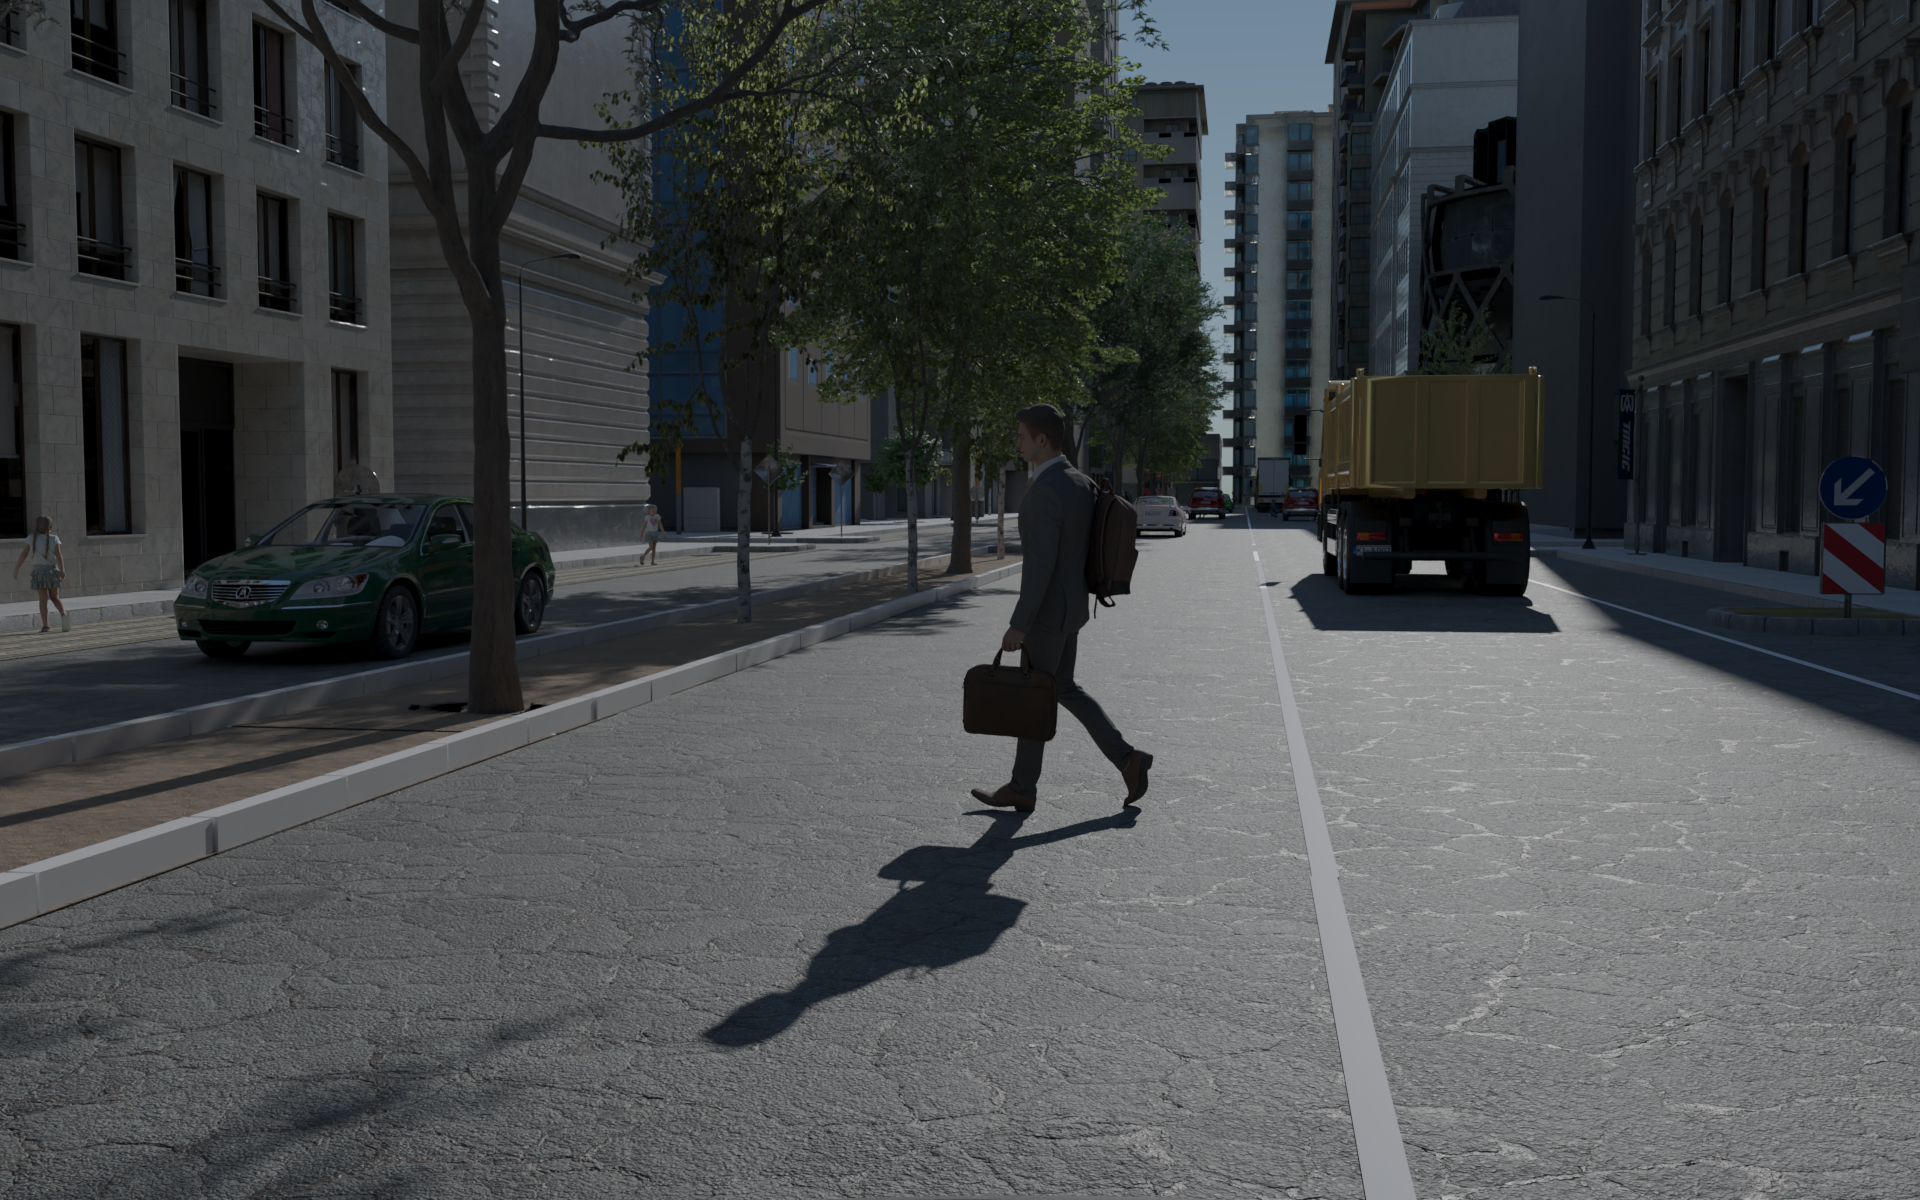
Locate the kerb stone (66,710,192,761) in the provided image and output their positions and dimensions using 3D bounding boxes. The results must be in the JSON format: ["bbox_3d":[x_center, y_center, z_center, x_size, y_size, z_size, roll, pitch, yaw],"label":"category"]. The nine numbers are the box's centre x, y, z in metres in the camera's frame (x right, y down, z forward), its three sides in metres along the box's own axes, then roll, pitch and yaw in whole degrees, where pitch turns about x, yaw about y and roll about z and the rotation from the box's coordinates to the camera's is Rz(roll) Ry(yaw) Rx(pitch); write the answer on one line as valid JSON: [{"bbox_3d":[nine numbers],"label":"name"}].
[{"bbox_3d":[-4.685,0.768,9.728,0.120,0.150,1.000,1,4,9],"label":"kerb stone"}]

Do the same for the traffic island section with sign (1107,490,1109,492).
[{"bbox_3d":[13.272,-8.800,152.511,1.989,1.847,2.006,1,4,9],"label":"traffic island section with sign"}]

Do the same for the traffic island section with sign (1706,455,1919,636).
[{"bbox_3d":[9.185,-0.608,18.572,1.989,1.847,2.006,1,4,9],"label":"traffic island section with sign"}]

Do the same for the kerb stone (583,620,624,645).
[{"bbox_3d":[-3.522,0.330,16.806,0.120,0.150,1.000,1,4,9],"label":"kerb stone"}]

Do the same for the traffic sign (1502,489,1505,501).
[{"bbox_3d":[12.792,-2.273,40.800,0.795,2.450,0.064,1,4,9],"label":"traffic sign"}]

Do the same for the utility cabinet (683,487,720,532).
[{"bbox_3d":[-8.625,-3.009,57.875,1.173,1.500,0.318,1,4,11],"label":"utility cabinet"}]

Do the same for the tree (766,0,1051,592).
[{"bbox_3d":[-0.688,-4.396,24.686,4.737,8.622,4.395,0,3,0],"label":"tree"}]

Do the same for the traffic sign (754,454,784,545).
[{"bbox_3d":[-4.816,-2.449,43.686,0.795,2.450,0.064,1,4,9],"label":"traffic sign"}]

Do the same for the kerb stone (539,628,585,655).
[{"bbox_3d":[-3.690,0.392,15.798,0.120,0.150,1.000,1,4,9],"label":"kerb stone"}]

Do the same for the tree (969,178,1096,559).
[{"bbox_3d":[0.912,-5.196,37.776,4.360,8.622,3.978,0,3,0],"label":"tree"}]

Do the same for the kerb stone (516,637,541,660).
[{"bbox_3d":[-3.858,0.454,14.777,0.120,0.150,1.000,1,4,9],"label":"kerb stone"}]

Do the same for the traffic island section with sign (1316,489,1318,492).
[{"bbox_3d":[30.522,-8.597,149.181,1.989,1.847,2.006,1,4,9],"label":"traffic island section with sign"}]

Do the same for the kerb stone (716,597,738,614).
[{"bbox_3d":[-2.864,0.090,20.859,0.120,0.150,1.000,1,4,9],"label":"kerb stone"}]

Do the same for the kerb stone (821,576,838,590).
[{"bbox_3d":[-2.035,-0.228,25.920,0.120,0.150,1.000,1,4,9],"label":"kerb stone"}]

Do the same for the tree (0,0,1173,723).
[{"bbox_3d":[-3.041,-5.993,10.809,12.009,13.543,11.850,0,3,0],"label":"tree"}]

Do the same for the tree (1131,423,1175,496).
[{"bbox_3d":[11.573,-9.066,101.055,4.360,8.622,3.978,0,3,0],"label":"tree"}]

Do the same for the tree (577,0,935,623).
[{"bbox_3d":[-2.374,-4.062,19.228,4.360,8.622,3.978,0,3,0],"label":"tree"}]

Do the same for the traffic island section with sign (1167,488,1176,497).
[{"bbox_3d":[15.128,-7.109,124.375,2.006,1.907,1.989,1,4,9],"label":"traffic island section with sign"}]

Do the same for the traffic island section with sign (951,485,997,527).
[{"bbox_3d":[0.741,-4.112,75.863,1.989,1.847,2.006,1,4,9],"label":"traffic island section with sign"}]

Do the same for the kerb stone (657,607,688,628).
[{"bbox_3d":[-3.197,0.206,18.832,0.120,0.150,1.000,1,4,9],"label":"kerb stone"}]

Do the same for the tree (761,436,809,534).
[{"bbox_3d":[-5.920,-3.719,55.412,1.663,3.219,1.824,0,3,0],"label":"tree"}]

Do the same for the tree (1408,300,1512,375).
[{"bbox_3d":[19.360,-7.126,66.879,4.737,8.622,4.395,0,3,0],"label":"tree"}]

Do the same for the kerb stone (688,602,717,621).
[{"bbox_3d":[-3.024,0.150,19.849,0.120,0.150,1.000,1,4,9],"label":"kerb stone"}]

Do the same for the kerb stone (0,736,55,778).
[{"bbox_3d":[-4.852,0.829,8.706,0.120,0.150,1.000,1,4,9],"label":"kerb stone"}]

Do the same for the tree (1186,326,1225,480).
[{"bbox_3d":[10.373,-10.594,93.804,7.486,12.596,7.792,0,3,0],"label":"tree"}]

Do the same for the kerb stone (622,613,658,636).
[{"bbox_3d":[-3.356,0.270,17.821,0.120,0.150,1.000,1,4,9],"label":"kerb stone"}]

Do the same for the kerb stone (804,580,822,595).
[{"bbox_3d":[-2.200,-0.165,24.906,0.120,0.150,1.000,1,4,9],"label":"kerb stone"}]

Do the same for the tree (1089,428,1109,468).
[{"bbox_3d":[13.729,-13.973,178.819,4.737,8.622,4.395,0,3,0],"label":"tree"}]

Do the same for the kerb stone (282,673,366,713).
[{"bbox_3d":[-4.358,0.639,11.752,0.120,0.150,1.000,1,4,9],"label":"kerb stone"}]

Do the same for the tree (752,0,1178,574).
[{"bbox_3d":[-0.021,-6.769,31.250,7.486,12.596,7.792,0,3,0],"label":"tree"}]

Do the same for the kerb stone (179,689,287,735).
[{"bbox_3d":[-4.520,0.701,10.739,0.120,0.150,1.000,1,4,9],"label":"kerb stone"}]

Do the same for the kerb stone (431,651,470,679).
[{"bbox_3d":[-4.021,0.519,13.768,0.120,0.150,1.000,1,4,9],"label":"kerb stone"}]

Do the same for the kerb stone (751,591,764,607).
[{"bbox_3d":[-2.699,0.022,21.867,0.120,0.150,1.000,1,4,9],"label":"kerb stone"}]

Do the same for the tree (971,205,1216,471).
[{"bbox_3d":[3.760,-7.157,53.881,8.767,10.594,7.601,1,4,9],"label":"tree"}]

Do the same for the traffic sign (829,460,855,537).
[{"bbox_3d":[-3.529,-2.931,51.567,0.795,2.450,0.064,1,4,9],"label":"traffic sign"}]

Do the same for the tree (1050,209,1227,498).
[{"bbox_3d":[5.817,-8.212,62.478,9.928,11.665,9.643,0,3,0],"label":"tree"}]

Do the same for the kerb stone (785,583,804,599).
[{"bbox_3d":[-2.366,-0.104,23.891,0.120,0.150,1.000,1,4,9],"label":"kerb stone"}]

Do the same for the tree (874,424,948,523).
[{"bbox_3d":[-2.230,-5.773,78.109,4.285,4.588,4.351,0,3,0],"label":"tree"}]

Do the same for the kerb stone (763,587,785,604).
[{"bbox_3d":[-2.534,-0.042,22.883,0.120,0.150,1.000,1,4,9],"label":"kerb stone"}]

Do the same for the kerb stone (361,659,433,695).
[{"bbox_3d":[-4.194,0.577,12.761,0.120,0.150,1.000,1,4,9],"label":"kerb stone"}]

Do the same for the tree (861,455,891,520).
[{"bbox_3d":[-4.211,-5.603,86.202,1.663,3.219,1.824,0,3,0],"label":"tree"}]

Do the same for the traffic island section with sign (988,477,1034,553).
[{"bbox_3d":[1.817,-2.127,42.906,2.006,1.907,1.989,1,4,9],"label":"traffic island section with sign"}]

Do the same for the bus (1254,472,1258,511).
[{"bbox_3d":[27.188,-9.787,151.559,2.896,3.916,12.252,1,4,10],"label":"bus"}]

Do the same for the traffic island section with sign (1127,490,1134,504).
[{"bbox_3d":[17.795,-10.495,180.214,1.989,1.847,2.006,1,4,9],"label":"traffic island section with sign"}]

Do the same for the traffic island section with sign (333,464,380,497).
[{"bbox_3d":[-8.020,-0.833,22.245,1.989,1.847,2.006,1,4,9],"label":"traffic island section with sign"}]
